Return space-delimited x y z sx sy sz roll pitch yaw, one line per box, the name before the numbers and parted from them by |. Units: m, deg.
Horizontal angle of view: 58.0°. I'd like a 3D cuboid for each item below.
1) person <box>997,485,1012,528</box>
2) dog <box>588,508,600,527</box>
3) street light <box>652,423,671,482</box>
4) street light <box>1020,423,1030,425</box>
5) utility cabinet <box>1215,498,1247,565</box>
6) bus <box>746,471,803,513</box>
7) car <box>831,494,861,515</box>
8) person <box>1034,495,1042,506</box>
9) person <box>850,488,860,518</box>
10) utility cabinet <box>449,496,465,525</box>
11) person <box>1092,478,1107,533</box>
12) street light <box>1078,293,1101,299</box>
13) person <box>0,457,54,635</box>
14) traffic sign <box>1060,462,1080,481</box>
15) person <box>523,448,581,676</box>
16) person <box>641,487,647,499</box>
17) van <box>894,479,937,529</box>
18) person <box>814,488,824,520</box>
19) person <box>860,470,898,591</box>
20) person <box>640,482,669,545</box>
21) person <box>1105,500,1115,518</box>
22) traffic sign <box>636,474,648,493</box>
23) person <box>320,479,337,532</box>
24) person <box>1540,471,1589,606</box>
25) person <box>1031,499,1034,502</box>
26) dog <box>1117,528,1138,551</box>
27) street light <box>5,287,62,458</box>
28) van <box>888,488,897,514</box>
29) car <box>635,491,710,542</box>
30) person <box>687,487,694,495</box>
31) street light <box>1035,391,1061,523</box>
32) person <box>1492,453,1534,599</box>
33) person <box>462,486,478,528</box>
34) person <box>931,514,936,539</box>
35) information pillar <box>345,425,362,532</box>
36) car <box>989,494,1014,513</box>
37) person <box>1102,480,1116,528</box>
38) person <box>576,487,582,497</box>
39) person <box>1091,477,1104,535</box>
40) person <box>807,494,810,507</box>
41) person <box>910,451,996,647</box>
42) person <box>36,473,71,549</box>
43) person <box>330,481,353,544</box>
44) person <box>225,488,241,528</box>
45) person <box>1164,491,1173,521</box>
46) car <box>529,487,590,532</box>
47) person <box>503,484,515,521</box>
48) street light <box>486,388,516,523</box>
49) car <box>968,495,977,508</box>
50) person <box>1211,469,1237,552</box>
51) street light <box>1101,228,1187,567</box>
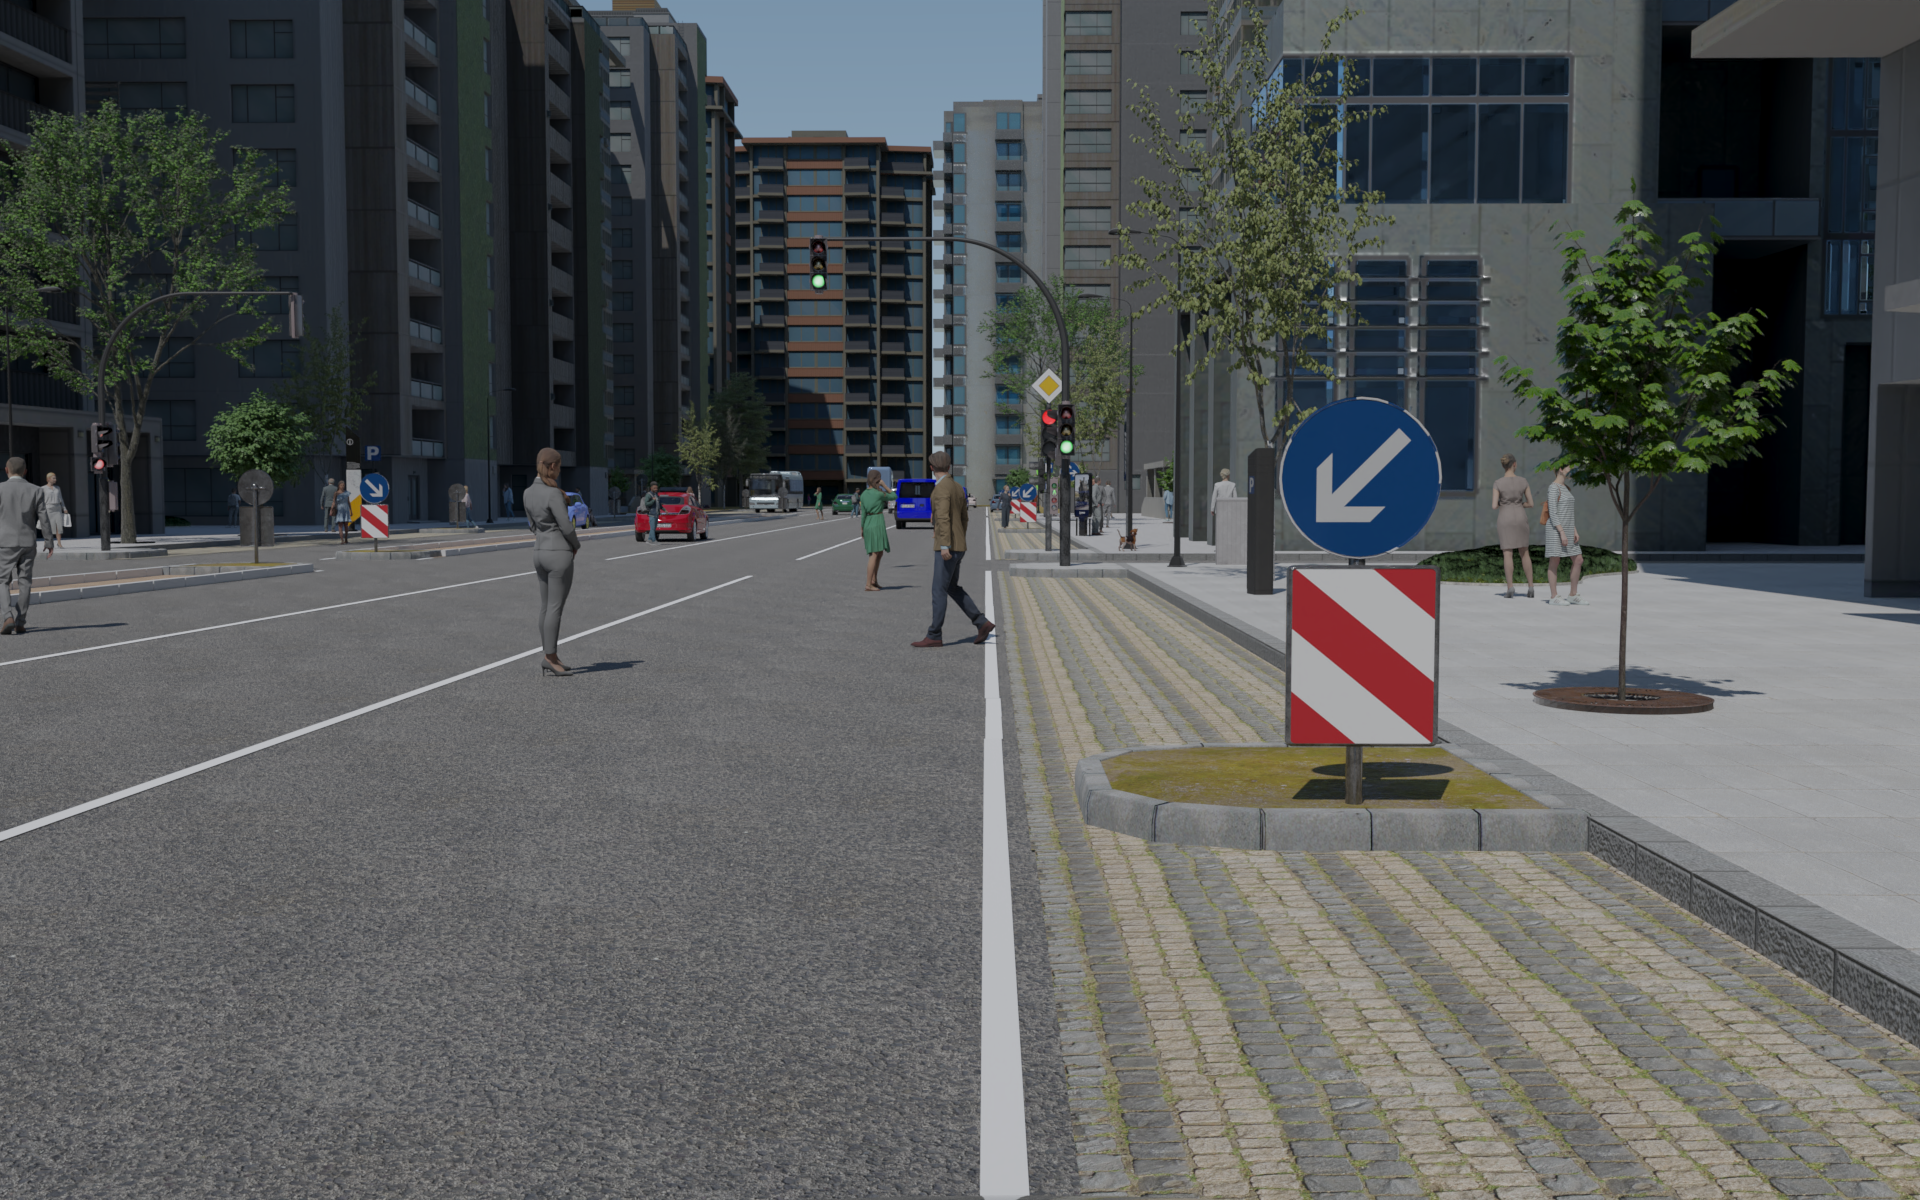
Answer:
person | 1.770 -3.641 68.457 0.576 1.772 0.534 -3 5 -43
dog | -15.955 -3.600 75.698 0.800 0.831 0.513 -2 4 -24
street light | -19.620 -8.622 113.506 1.470 5.913 1.316 0 4 1
street light | 4.608 -8.613 113.364 1.470 5.913 1.316 0 4 1
utility cabinet | 5.164 -1.241 31.460 1.020 1.237 0.306 0 4 7
bus | -14.457 -8.653 136.341 2.948 3.499 13.247 0 4 2
car | -7.866 -6.609 119.849 2.131 1.459 4.920 0 4 -1
person | 5.480 -7.110 125.559 1.065 1.426 0.557 -1 4 -14
person | -6.094 -5.683 101.761 0.721 1.781 0.623 -3 4 -36
utility cabinet | -20.886 -3.865 71.871 0.318 1.500 1.173 0 4 1
person | 4.544 -3.125 57.312 0.592 1.802 0.473 2 4 31
street light | 3.422 -4.138 40.197 1.470 5.913 1.316 0 4 1
person | -9.767 -0.566 17.878 0.709 1.813 0.853 -3 4 -39
traffic sign | 4.346 -4.185 68.538 0.768 2.556 0.104 0 4 6
person | -3.159 -0.301 13.695 0.520 1.790 0.573 2 4 30
person | -17.255 -5.283 94.838 0.622 1.834 0.822 2 4 26
van | -1.664 -4.155 72.314 2.240 2.365 5.245 0 4 1
person | -7.817 -5.361 96.405 0.529 1.795 0.600 -1 4 -21
person | -1.283 -1.038 25.726 0.600 1.795 0.529 2 4 33
person | -8.583 -2.425 48.497 0.721 1.781 0.623 1 4 11
person | 7.905 -4.952 91.287 0.640 1.303 0.475 2 4 29
traffic sign | -20.009 -6.660 108.992 0.768 2.556 0.104 1 4 8
person | -21.163 -3.184 58.285 0.661 1.801 0.590 -1 4 -17
person | 6.936 -0.790 19.964 0.522 1.701 0.512 3 5 41
person | 6.946 -9.646 163.843 1.348 1.812 0.705 -3 4 -38
dog | 3.767 -1.353 38.958 0.406 0.507 0.540 1 4 14
street light | -20.819 -4.062 38.947 1.470 5.913 1.316 0 4 1
van | -4.460 -7.414 128.223 2.013 2.044 4.112 0 4 0
car | -8.864 -2.718 53.480 2.155 1.783 4.494 0 4 -1
person | -11.889 -4.123 76.498 0.593 1.750 0.643 1 4 13
street light | 4.023 -6.376 76.781 1.470 5.913 1.316 0 4 1
person | 6.815 -0.914 21.334 0.599 1.781 0.374 0 4 0
person | -18.667 -3.477 66.016 0.598 1.740 0.731 -1 4 -13
person | -0.759 -2.606 55.783 0.362 1.253 0.373 1 4 21
information pillar | -20.747 -4.152 59.241 0.504 3.616 0.183 0 4 -8
car | 3.224 -7.524 135.019 2.014 1.417 4.499 0 4 1
person | 5.612 -3.665 66.083 0.709 1.813 0.853 1 4 13
person | -19.071 -4.745 86.263 0.466 1.800 0.511 -3 5 -43
person | 4.234 -2.917 53.838 0.391 1.810 0.635 0 4 -6
person | -16.868 -11.145 193.940 0.599 1.433 0.991 -2 4 -25
person | -0.079 -0.485 16.347 0.836 1.842 0.656 -1 4 -14
person | -21.343 -2.102 40.764 0.694 1.780 0.624 -3 4 -36
person | -17.619 -2.491 49.322 0.616 1.811 0.778 -1 4 -16
person | -27.631 -3.496 65.803 0.523 1.515 0.503 2 4 29
person | 9.877 -4.616 81.776 0.793 1.790 0.793 2 4 35
car | -15.547 -3.521 67.162 1.945 1.707 3.694 0 4 0
person | -21.807 -4.737 83.751 0.793 1.790 0.793 1 4 12
street light | -20.181 -6.336 76.133 1.470 5.913 1.316 0 4 1
car | 0.766 -10.266 180.213 2.083 1.381 4.827 0 4 -1
person | 5.885 -1.978 38.260 0.514 1.842 0.818 -2 4 -25
street light | 3.286 -3.537 30.370 1.470 5.913 1.316 0 4 1
